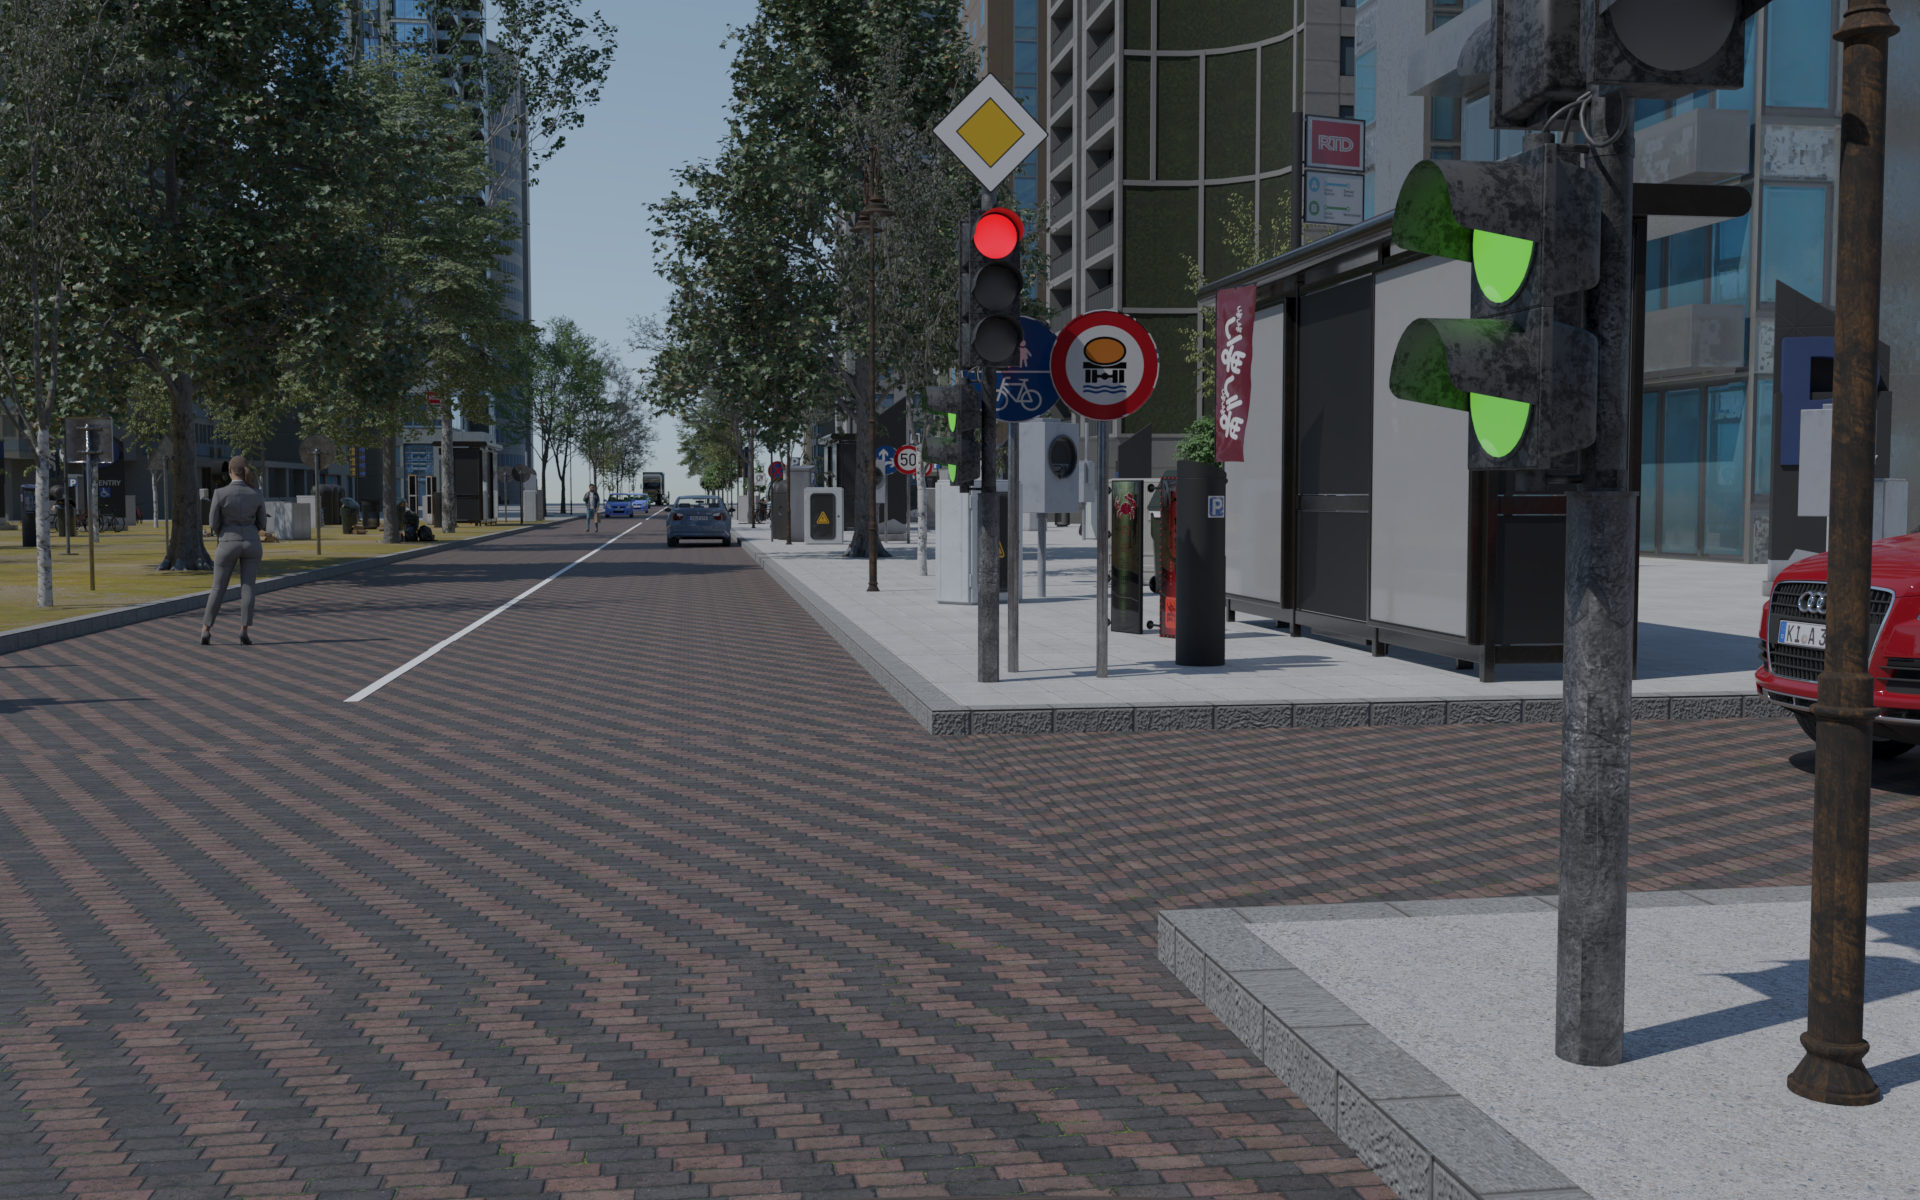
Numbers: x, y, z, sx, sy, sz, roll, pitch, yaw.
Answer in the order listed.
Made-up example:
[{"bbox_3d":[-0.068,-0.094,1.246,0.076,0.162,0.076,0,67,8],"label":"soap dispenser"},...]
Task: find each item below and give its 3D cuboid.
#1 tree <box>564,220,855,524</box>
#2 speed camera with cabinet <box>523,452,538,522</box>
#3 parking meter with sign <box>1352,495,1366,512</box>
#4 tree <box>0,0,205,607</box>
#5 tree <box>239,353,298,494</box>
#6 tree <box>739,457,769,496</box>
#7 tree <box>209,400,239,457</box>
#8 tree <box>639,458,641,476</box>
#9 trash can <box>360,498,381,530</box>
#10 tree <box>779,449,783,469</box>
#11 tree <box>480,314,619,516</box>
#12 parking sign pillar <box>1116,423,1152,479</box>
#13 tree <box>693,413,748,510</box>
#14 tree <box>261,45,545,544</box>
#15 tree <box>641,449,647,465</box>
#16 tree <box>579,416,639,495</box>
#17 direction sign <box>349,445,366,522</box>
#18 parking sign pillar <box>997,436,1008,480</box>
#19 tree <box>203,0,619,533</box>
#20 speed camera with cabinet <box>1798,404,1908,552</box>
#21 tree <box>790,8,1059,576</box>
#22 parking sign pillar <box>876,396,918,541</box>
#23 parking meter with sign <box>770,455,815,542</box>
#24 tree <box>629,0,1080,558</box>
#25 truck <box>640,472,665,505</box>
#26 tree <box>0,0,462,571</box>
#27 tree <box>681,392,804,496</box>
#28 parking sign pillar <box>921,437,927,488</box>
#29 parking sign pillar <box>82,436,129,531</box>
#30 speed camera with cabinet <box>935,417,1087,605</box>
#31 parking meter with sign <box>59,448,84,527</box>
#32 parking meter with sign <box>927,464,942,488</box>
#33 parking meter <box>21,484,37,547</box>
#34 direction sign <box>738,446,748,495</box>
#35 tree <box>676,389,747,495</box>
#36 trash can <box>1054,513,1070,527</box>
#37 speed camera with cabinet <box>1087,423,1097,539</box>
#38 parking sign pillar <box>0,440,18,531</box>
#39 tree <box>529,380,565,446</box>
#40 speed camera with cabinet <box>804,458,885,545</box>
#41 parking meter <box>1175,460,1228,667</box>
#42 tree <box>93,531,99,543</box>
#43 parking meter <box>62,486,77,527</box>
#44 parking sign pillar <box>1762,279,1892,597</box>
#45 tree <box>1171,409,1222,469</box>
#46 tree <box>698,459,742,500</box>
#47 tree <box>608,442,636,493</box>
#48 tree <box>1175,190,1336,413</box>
[{"bbox_3d":[-9.030,-9.983,73.593,12.009,13.543,11.850,0,3,0],"label":"tree"},{"bbox_3d":[-19.811,-5.234,79.907,0.660,3.252,2.038,-1,4,-12],"label":"speed camera with cabinet"},{"bbox_3d":[8.504,-2.542,37.815,1.738,3.016,0.543,0,4,-5],"label":"parking meter with sign"},{"bbox_3d":[-10.666,-4.232,19.562,4.360,8.622,3.978,0,3,0],"label":"tree"},{"bbox_3d":[-29.831,-7.508,73.118,4.737,8.622,4.395,0,3,0],"label":"tree"},{"bbox_3d":[-10.292,-5.763,88.823,1.663,3.219,1.824,0,3,0],"label":"tree"},{"bbox_3d":[-30.743,-7.063,65.848,4.737,8.622,4.395,0,3,0],"label":"tree"},{"bbox_3d":[-36.633,-14.043,179.959,4.737,8.622,4.395,0,3,0],"label":"tree"},{"bbox_3d":[-21.324,-3.122,62.695,0.748,1.137,0.748,0,3,0],"label":"trash can"},{"bbox_3d":[-5.465,-6.429,55.475,4.360,8.622,3.978,0,3,0],"label":"tree"},{"bbox_3d":[-23.827,-10.620,99.394,9.928,11.665,9.643,0,3,0],"label":"tree"},{"bbox_3d":[6.565,-4.712,65.518,1.447,3.967,1.447,-1,4,-11],"label":"parking sign pillar"},{"bbox_3d":[-16.882,-10.666,124.750,4.737,8.622,4.395,0,3,0],"label":"tree"},{"bbox_3d":[-14.391,-7.718,44.316,7.486,12.596,7.792,0,3,0],"label":"tree"},{"bbox_3d":[-45.309,-17.672,239.305,4.737,8.622,4.395,0,3,0],"label":"tree"},{"bbox_3d":[-32.139,-12.462,154.112,4.737,8.622,4.395,0,3,0],"label":"tree"},{"bbox_3d":[-27.884,-5.395,80.209,0.876,3.537,0.379,1,4,17],"label":"direction sign"},{"bbox_3d":[1.776,-4.711,65.497,1.447,3.967,1.447,2,4,34],"label":"parking sign pillar"},{"bbox_3d":[-18.285,-12.298,56.962,12.611,20.169,13.585,0,3,0],"label":"tree"},{"bbox_3d":[9.500,-1.471,18.388,0.660,3.252,2.038,3,5,42],"label":"speed camera with cabinet"},{"bbox_3d":[-0.567,-4.670,26.724,4.360,8.622,3.978,0,3,0],"label":"tree"},{"bbox_3d":[-2.147,-3.613,47.546,1.447,3.967,1.447,-2,4,-24],"label":"parking sign pillar"},{"bbox_3d":[-4.238,-3.055,46.204,1.738,3.016,0.543,1,4,14],"label":"parking meter with sign"},{"bbox_3d":[-2.036,-7.218,35.026,9.611,12.733,9.660,0,3,0],"label":"tree"},{"bbox_3d":[-39.196,-14.220,221.411,2.839,4.237,11.283,0,4,-8],"label":"truck"},{"bbox_3d":[-13.206,-6.861,29.184,9.611,12.733,9.660,0,3,0],"label":"tree"},{"bbox_3d":[-13.584,-10.817,111.268,8.767,10.594,7.601,1,4,20],"label":"tree"},{"bbox_3d":[-2.160,-5.519,78.700,1.447,3.967,1.447,1,4,21],"label":"parking sign pillar"},{"bbox_3d":[-29.761,-4.387,60.205,1.447,3.967,1.447,-2,4,-28],"label":"parking sign pillar"},{"bbox_3d":[0.591,-1.614,20.722,0.660,3.252,2.038,3,5,42],"label":"speed camera with cabinet"},{"bbox_3d":[-34.059,-4.325,66.979,0.543,3.016,1.738,0,4,7],"label":"parking meter with sign"},{"bbox_3d":[-1.712,-5.213,81.493,1.738,3.016,0.543,-3,4,-38],"label":"parking meter with sign"},{"bbox_3d":[-22.700,-2.071,42.280,0.372,1.533,0.369,0,3,0],"label":"parking meter"},{"bbox_3d":[-10.319,-5.544,82.641,0.379,3.537,0.876,2,4,29],"label":"direction sign"},{"bbox_3d":[-24.402,-15.486,171.317,7.486,12.596,7.792,0,3,0],"label":"tree"},{"bbox_3d":[4.018,-3.449,68.038,0.748,1.137,0.748,0,3,0],"label":"trash can"},{"bbox_3d":[3.715,-3.330,48.775,0.660,3.252,2.038,2,4,31],"label":"speed camera with cabinet"},{"bbox_3d":[-34.091,-4.440,61.066,1.447,3.967,1.447,-3,5,-41],"label":"parking sign pillar"},{"bbox_3d":[-28.833,-13.847,136.764,12.009,13.543,11.850,0,3,0],"label":"tree"},{"bbox_3d":[-2.941,-3.045,44.116,2.038,3.252,0.660,0,4,-6],"label":"speed camera with cabinet"},{"bbox_3d":[1.809,-0.281,13.000,0.372,1.533,0.369,0,3,0],"label":"parking meter"},{"bbox_3d":[-23.075,-5.835,45.765,4.737,8.622,4.395,0,3,0],"label":"tree"},{"bbox_3d":[-27.209,-2.722,52.915,0.372,1.533,0.369,0,3,0],"label":"parking meter"},{"bbox_3d":[10.810,-2.021,21.518,1.447,3.967,1.447,1,4,20],"label":"parking sign pillar"},{"bbox_3d":[9.373,-4.842,62.883,4.285,4.588,4.351,0,3,0],"label":"tree"},{"bbox_3d":[-19.644,-9.786,143.710,4.285,4.588,4.351,0,3,0],"label":"tree"},{"bbox_3d":[-42.688,-16.341,217.538,4.360,8.622,3.978,0,3,0],"label":"tree"},{"bbox_3d":[7.388,-5.559,41.251,4.737,8.622,4.395,0,3,0],"label":"tree"}]
